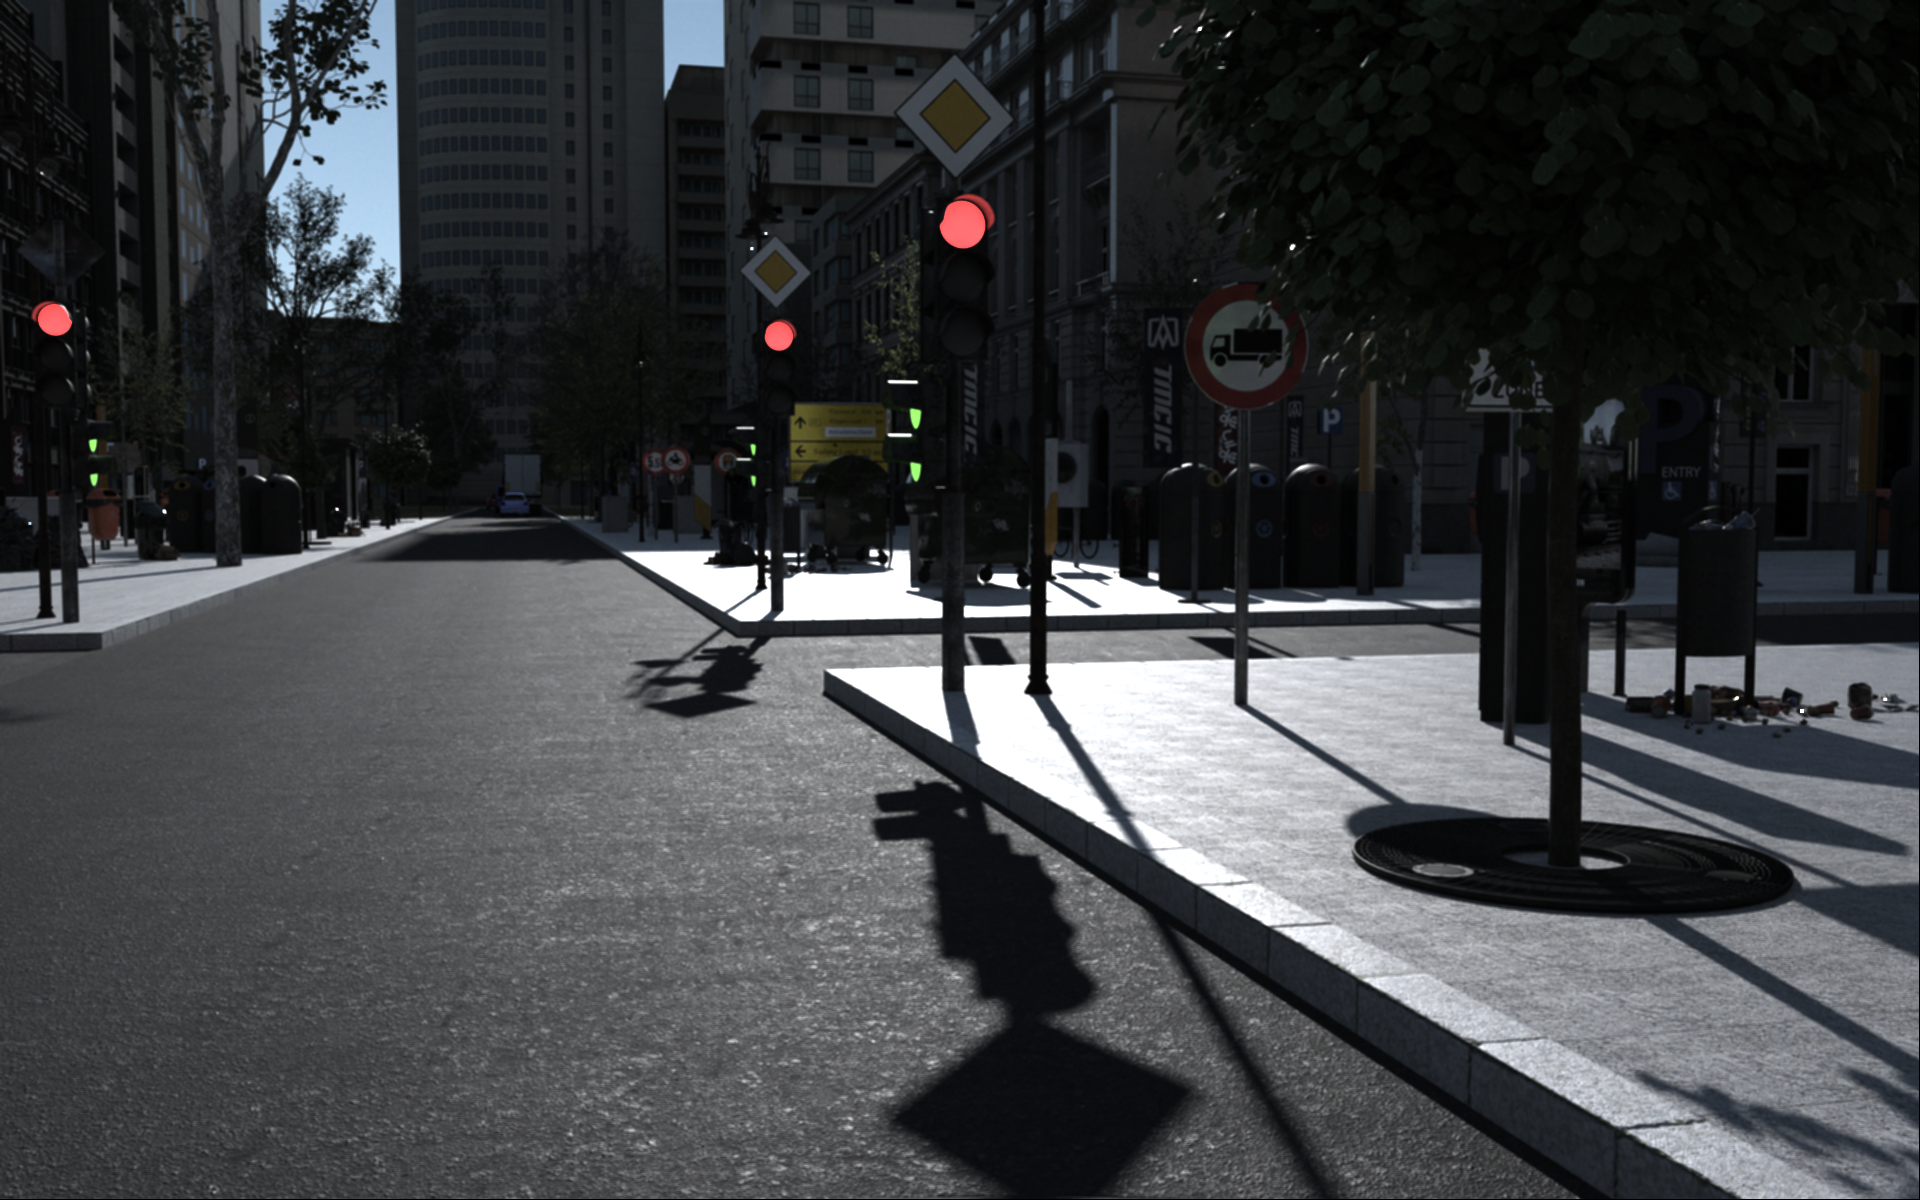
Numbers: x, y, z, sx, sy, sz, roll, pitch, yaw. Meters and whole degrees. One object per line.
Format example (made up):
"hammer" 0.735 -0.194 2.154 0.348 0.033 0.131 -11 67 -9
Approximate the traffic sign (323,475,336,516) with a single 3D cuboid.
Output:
"traffic sign" -22.713 -3.777 61.764 0.884 2.594 0.081 -1 4 -11

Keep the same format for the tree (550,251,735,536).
"tree" -9.274 -6.253 52.607 4.737 8.622 4.395 0 3 0

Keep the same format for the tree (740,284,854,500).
"tree" -5.244 -6.787 61.334 4.360 8.622 3.978 0 3 0

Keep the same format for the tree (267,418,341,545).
"tree" -16.503 -3.026 44.070 1.663 3.219 1.824 0 3 0

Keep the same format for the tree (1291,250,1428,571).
"tree" 7.407 -4.797 28.796 4.737 8.622 4.395 0 3 0

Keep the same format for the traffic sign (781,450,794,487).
"traffic sign" -4.681 -2.964 48.568 0.768 2.556 0.104 0 4 -7

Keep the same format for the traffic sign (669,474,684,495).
"traffic sign" -14.712 -5.496 89.965 0.768 2.556 0.104 0 4 -5

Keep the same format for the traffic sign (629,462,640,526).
"traffic sign" -13.107 -4.221 69.115 0.768 2.556 0.104 -1 4 -12

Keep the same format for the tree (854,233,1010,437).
"tree" -0.757 -6.001 48.478 4.360 8.622 3.978 0 3 0

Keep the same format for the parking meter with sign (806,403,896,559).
"parking meter with sign" -2.178 -2.335 34.434 1.738 3.016 0.543 -1 4 -16

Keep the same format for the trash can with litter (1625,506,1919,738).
"trash can with litter" 4.819 0.057 10.122 2.233 1.210 1.678 -1 4 -18

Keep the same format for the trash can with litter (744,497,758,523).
"trash can with litter" -9.200 -3.992 76.655 1.055 1.170 0.624 2 4 29

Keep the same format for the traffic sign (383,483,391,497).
"traffic sign" -27.767 -5.029 84.357 0.606 2.300 0.079 -1 4 -10

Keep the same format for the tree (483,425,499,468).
"tree" -47.743 -14.110 165.117 8.767 10.594 7.601 0 4 5

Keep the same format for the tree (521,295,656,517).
"tree" -20.427 -10.967 97.433 7.486 12.596 7.792 0 3 0

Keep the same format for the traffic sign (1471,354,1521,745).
"traffic sign" 2.812 -0.408 8.801 0.606 2.300 0.079 -1 4 -11

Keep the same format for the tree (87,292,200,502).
"tree" -29.551 -6.886 62.955 4.360 8.622 3.978 0 3 0

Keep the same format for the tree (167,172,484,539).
"tree" -18.387 -7.053 49.723 8.767 10.594 7.601 -1 4 -15

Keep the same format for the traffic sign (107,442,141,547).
"traffic sign" -20.343 -2.572 42.166 0.768 2.556 0.104 -1 4 -12

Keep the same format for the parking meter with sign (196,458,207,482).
"parking meter with sign" -36.017 -5.346 83.672 1.738 3.016 0.543 2 4 27

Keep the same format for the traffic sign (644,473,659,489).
"traffic sign" -15.854 -5.446 89.146 0.768 2.556 0.104 -1 4 -9

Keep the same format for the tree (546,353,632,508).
"tree" -18.646 -8.430 88.187 4.360 8.622 3.978 0 3 0

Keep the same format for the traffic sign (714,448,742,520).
"traffic sign" -6.423 -2.933 48.067 0.768 2.556 0.104 -1 4 -9

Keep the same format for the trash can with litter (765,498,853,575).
"trash can with litter" -2.487 -1.071 28.565 1.678 1.210 2.233 3 5 40

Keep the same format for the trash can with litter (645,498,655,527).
"trash can with litter" -11.803 -3.397 66.928 0.624 1.170 1.055 -1 4 -20

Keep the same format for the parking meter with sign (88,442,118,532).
"parking meter with sign" -28.799 -3.781 58.082 1.738 3.016 0.543 3 5 44

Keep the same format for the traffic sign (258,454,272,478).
"traffic sign" -22.304 -3.366 55.137 0.768 2.556 0.104 -1 4 -13

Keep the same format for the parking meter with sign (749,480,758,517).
"parking meter with sign" -11.011 -5.932 93.250 0.543 3.016 1.738 -3 5 -43

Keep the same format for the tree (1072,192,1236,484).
"tree" 4.950 -5.579 41.581 4.360 8.622 3.978 0 3 0

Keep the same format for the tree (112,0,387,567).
"tree" -11.537 -10.664 30.241 12.611 20.169 13.585 0 3 0

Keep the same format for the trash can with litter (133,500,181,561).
"trash can with litter" -15.593 -1.368 33.756 1.055 1.170 0.624 2 4 32

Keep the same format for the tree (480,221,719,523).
"tree" -15.963 -10.212 77.333 12.009 13.543 11.850 0 3 0

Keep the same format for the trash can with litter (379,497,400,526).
"trash can with litter" -23.087 -3.588 70.050 0.624 1.170 1.055 0 4 -1

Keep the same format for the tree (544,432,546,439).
"tree" -36.148 -12.687 157.787 4.360 8.622 3.978 0 3 0

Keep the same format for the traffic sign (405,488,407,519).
"traffic sign" -28.416 -5.429 88.768 0.884 2.594 0.081 0 4 -7

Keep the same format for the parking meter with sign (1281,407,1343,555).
"parking meter with sign" 7.103 -2.397 35.453 0.543 3.016 1.738 -1 4 -21

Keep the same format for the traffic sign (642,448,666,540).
"traffic sign" -8.507 -2.956 48.435 0.768 2.556 0.104 0 4 -7

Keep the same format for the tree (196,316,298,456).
"tree" -29.713 -7.487 72.770 4.737 8.622 4.395 0 3 0

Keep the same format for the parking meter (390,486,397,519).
"parking meter" -29.185 -5.115 89.348 0.255 1.863 0.399 0 4 7

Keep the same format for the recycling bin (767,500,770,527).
"recycling bin" -7.490 -3.438 68.773 0.722 1.027 0.722 0 4 6

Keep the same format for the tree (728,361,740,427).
"tree" -8.980 -8.120 83.127 4.360 8.622 3.978 0 3 0

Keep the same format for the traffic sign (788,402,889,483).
"traffic sign" -2.682 -2.729 38.492 2.265 3.308 0.079 -1 4 -11

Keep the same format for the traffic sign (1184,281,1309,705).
"traffic sign" 1.715 -0.636 10.498 0.768 2.556 0.104 0 4 -6

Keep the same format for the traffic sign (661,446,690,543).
"traffic sign" -7.475 -2.780 45.563 0.768 2.556 0.104 -1 4 -8

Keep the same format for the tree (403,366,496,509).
"tree" -44.730 -14.303 151.981 7.486 12.596 7.792 0 3 0

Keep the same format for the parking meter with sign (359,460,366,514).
"parking meter with sign" -30.882 -5.653 88.694 0.543 3.016 1.738 0 4 -2

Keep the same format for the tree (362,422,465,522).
"tree" -25.548 -5.815 78.790 4.285 4.588 4.351 0 3 0

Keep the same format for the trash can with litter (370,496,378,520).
"trash can with litter" -29.732 -4.571 85.798 2.233 1.210 1.678 0 4 -5

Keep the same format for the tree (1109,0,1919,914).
"tree" 2.163 -1.357 5.904 4.285 4.588 4.351 0 3 0
